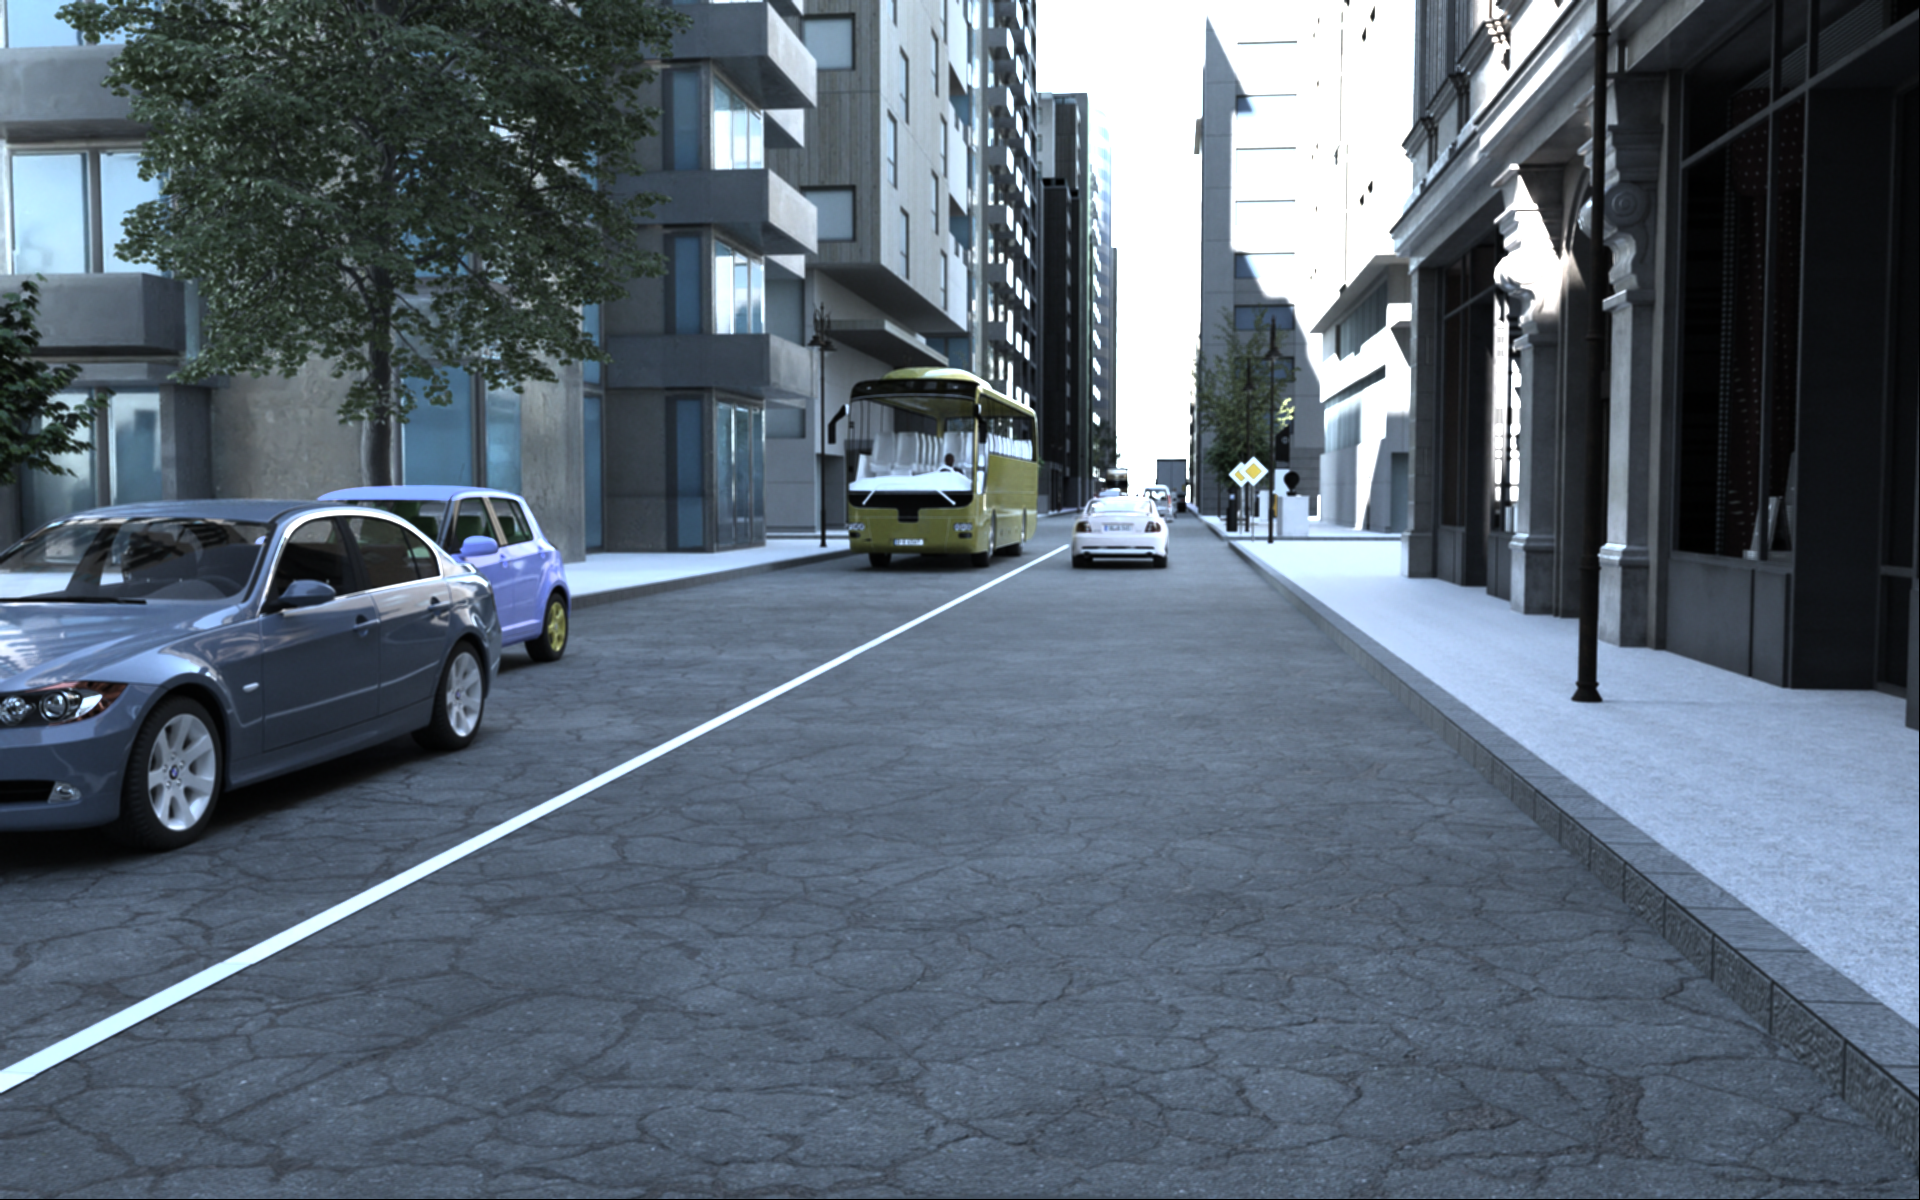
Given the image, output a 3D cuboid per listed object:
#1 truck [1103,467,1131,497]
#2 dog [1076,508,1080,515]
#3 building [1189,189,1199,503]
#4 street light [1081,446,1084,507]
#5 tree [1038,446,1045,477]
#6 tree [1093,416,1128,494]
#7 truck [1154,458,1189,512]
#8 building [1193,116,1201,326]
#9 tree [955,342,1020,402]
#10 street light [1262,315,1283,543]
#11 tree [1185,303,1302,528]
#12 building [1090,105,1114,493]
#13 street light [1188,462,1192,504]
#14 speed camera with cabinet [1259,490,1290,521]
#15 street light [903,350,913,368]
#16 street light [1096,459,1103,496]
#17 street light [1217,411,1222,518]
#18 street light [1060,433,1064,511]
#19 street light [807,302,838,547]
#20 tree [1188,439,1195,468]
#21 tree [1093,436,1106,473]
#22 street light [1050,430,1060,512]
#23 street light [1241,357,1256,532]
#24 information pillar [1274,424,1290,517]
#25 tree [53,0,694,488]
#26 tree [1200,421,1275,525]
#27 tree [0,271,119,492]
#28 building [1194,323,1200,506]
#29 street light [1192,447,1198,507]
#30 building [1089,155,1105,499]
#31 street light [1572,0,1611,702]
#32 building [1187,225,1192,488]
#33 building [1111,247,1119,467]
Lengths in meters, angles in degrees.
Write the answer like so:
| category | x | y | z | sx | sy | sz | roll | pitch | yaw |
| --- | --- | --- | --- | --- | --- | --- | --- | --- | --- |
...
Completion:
| category | x | y | z | sx | sy | sz | roll | pitch | yaw |
| --- | --- | --- | --- | --- | --- | --- | --- | --- | --- |
| truck | 16.680 | -11.925 | 183.889 | 2.839 | 4.237 | 11.283 | 0 | 4 | 5 |
| dog | 8.053 | -6.049 | 118.185 | 0.406 | 0.507 | 0.540 | -2 | 4 | -28 |
| building | 45.368 | -38.865 | 259.136 | 21.300 | 48.544 | 21.600 | 0 | 4 | 7 |
| street light | 11.701 | -11.800 | 165.715 | 0.468 | 5.910 | 1.993 | 0 | 4 | 7 |
| tree | 2.989 | -6.746 | 94.012 | 4.285 | 4.588 | 4.351 | 0 | 3 | 0 |
| tree | 16.768 | -16.675 | 207.053 | 7.601 | 10.594 | 8.767 | -2 | 4 | -29 |
| truck | 17.116 | -9.253 | 140.198 | 2.839 | 4.237 | 11.283 | 0 | 4 | 7 |
| building | 45.904 | -39.437 | 234.037 | 28.713 | 52.752 | 27.495 | 0 | 4 | 7 |
| tree | 0.909 | -8.231 | 84.935 | 4.360 | 8.622 | 3.978 | 0 | 3 | 0 |
| street light | 8.077 | -4.408 | 44.856 | 0.468 | 5.910 | 1.993 | 0 | 4 | 7 |
| tree | 10.792 | -7.076 | 66.062 | 4.737 | 8.622 | 4.395 | 0 | 3 | 0 |
| building | 11.667 | -43.794 | 258.029 | 21.231 | 58.520 | 28.212 | 0 | 4 | 7 |
| street light | 27.484 | -14.144 | 204.036 | 0.468 | 5.910 | 1.993 | 0 | 4 | 7 |
| speed camera with cabinet | 15.182 | -5.424 | 83.024 | 2.038 | 3.252 | 0.660 | -3 | 5 | -44 |
| street light | -1.659 | -5.054 | 55.422 | 0.468 | 5.910 | 1.993 | 0 | 4 | 7 |
| street light | 15.914 | -13.897 | 199.997 | 0.468 | 5.910 | 1.993 | 0 | 4 | 7 |
| street light | 13.983 | -7.371 | 93.310 | 0.468 | 5.910 | 1.993 | 0 | 4 | 7 |
| street light | 7.616 | -9.702 | 131.417 | 0.468 | 5.910 | 1.993 | 0 | 4 | 7 |
| street light | -3.317 | -4.225 | 41.861 | 0.468 | 5.910 | 1.993 | 0 | 4 | 7 |
| tree | 29.632 | -16.012 | 212.154 | 4.360 | 8.622 | 3.978 | 0 | 3 | 0 |
| tree | 14.308 | -15.015 | 195.863 | 4.737 | 8.622 | 4.395 | 0 | 3 | 0 |
| street light | 6.718 | -9.293 | 124.735 | 0.468 | 5.910 | 1.993 | 0 | 4 | 7 |
| street light | 9.741 | -5.249 | 58.605 | 0.468 | 5.910 | 1.993 | 0 | 4 | 7 |
| information pillar | 10.709 | -4.046 | 57.506 | 0.504 | 3.616 | 0.183 | 1 | 4 | 9 |
| tree | -6.795 | -6.265 | 20.561 | 7.486 | 12.596 | 7.792 | 0 | 3 | 0 |
| tree | 11.874 | -5.493 | 73.522 | 4.285 | 4.588 | 4.351 | 0 | 3 | 0 |
| tree | -7.184 | -1.120 | 12.917 | 1.663 | 3.219 | 1.824 | 0 | 3 | 0 |
| building | 39.626 | -20.992 | 188.253 | 27.650 | 21.520 | 28.899 | 0 | 4 | 7 |
| street light | 23.258 | -12.047 | 169.755 | 0.468 | 5.910 | 1.993 | 0 | 4 | 7 |
| building | 6.962 | -37.250 | 228.644 | 23.786 | 49.044 | 30.456 | 0 | 4 | 7 |
| street light | 3.891 | -2.311 | 10.571 | 0.468 | 5.910 | 1.993 | 0 | 4 | 7 |
| building | 43.870 | -38.430 | 278.435 | 14.600 | 45.320 | 14.200 | 0 | 4 | 7 |
| building | 18.184 | -36.421 | 279.074 | 14.154 | 41.232 | 14.086 | 0 | 4 | 7 |
